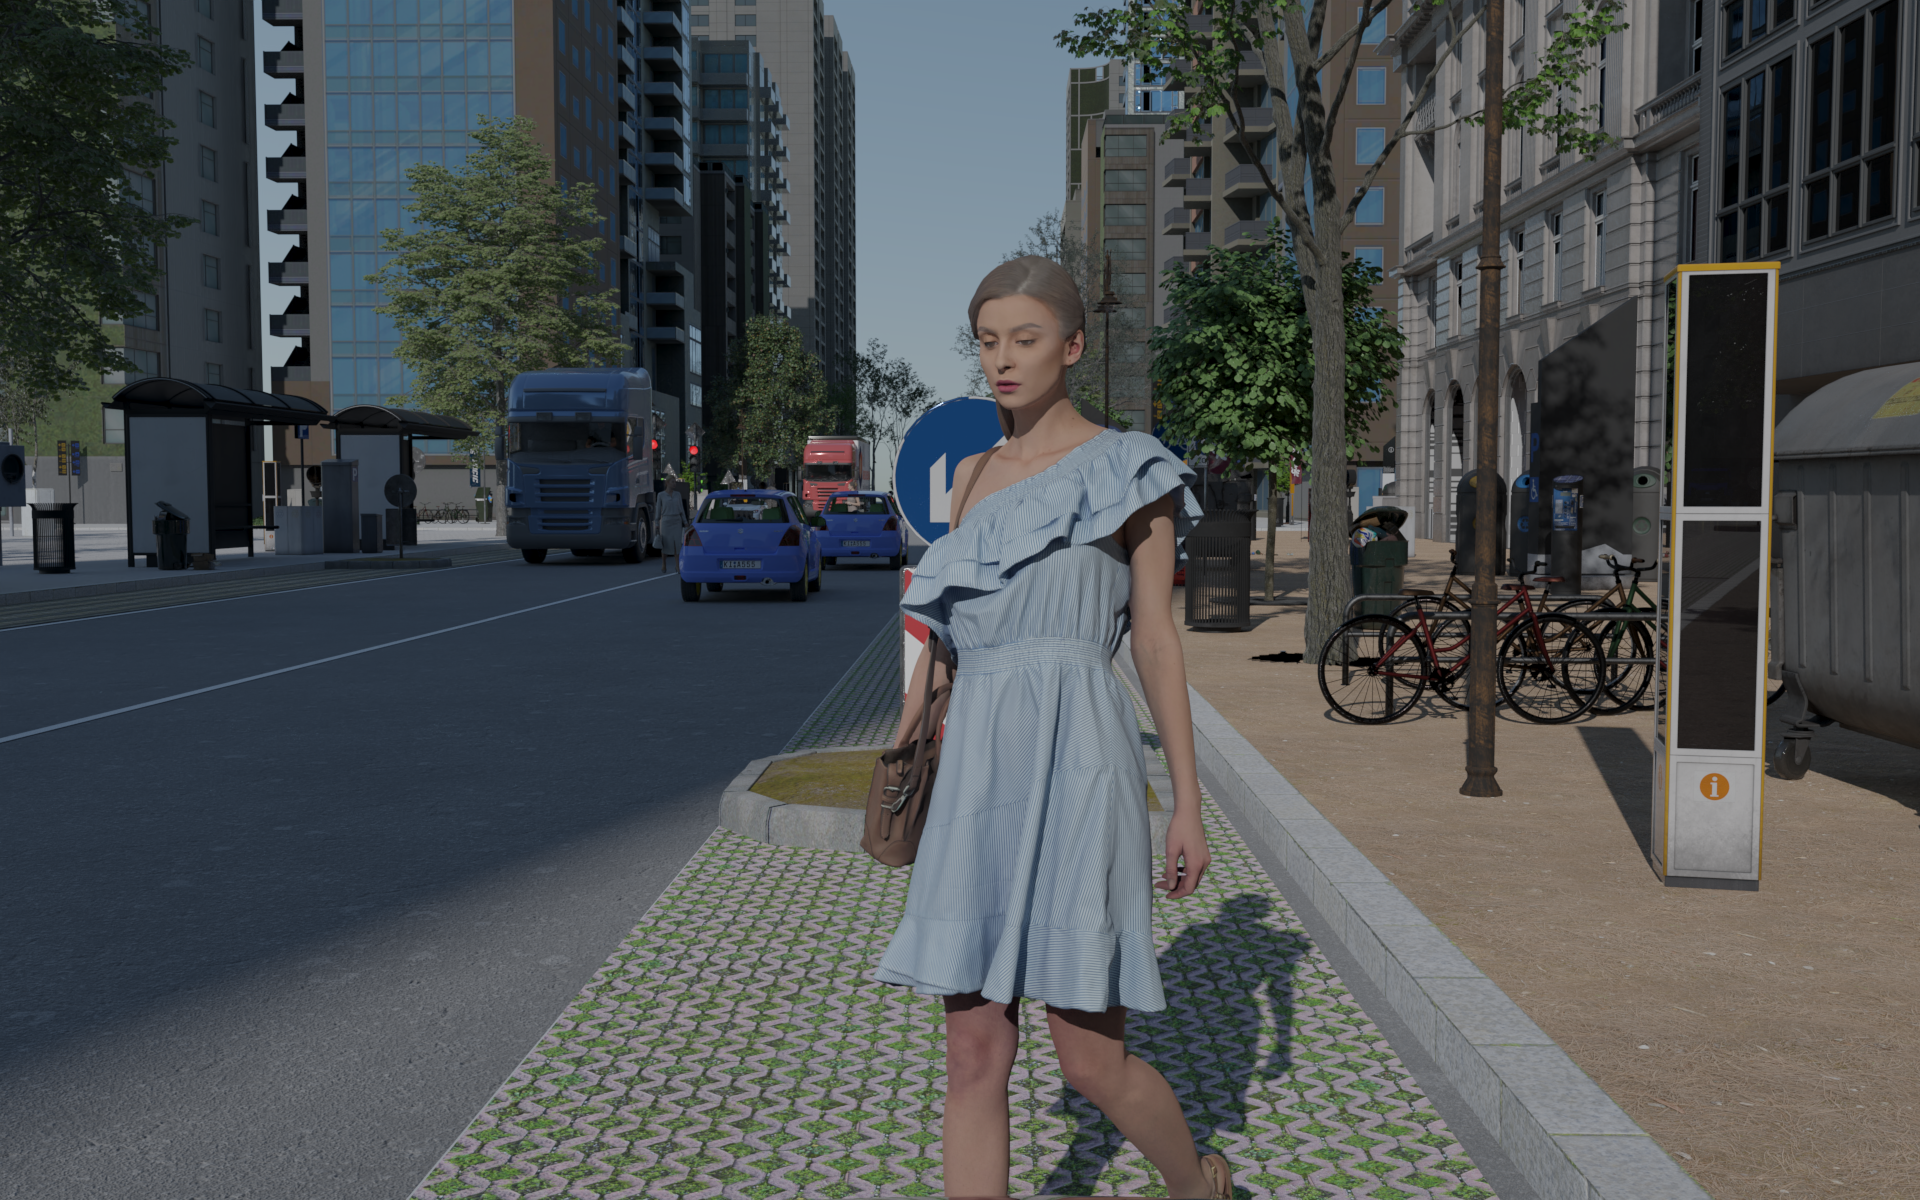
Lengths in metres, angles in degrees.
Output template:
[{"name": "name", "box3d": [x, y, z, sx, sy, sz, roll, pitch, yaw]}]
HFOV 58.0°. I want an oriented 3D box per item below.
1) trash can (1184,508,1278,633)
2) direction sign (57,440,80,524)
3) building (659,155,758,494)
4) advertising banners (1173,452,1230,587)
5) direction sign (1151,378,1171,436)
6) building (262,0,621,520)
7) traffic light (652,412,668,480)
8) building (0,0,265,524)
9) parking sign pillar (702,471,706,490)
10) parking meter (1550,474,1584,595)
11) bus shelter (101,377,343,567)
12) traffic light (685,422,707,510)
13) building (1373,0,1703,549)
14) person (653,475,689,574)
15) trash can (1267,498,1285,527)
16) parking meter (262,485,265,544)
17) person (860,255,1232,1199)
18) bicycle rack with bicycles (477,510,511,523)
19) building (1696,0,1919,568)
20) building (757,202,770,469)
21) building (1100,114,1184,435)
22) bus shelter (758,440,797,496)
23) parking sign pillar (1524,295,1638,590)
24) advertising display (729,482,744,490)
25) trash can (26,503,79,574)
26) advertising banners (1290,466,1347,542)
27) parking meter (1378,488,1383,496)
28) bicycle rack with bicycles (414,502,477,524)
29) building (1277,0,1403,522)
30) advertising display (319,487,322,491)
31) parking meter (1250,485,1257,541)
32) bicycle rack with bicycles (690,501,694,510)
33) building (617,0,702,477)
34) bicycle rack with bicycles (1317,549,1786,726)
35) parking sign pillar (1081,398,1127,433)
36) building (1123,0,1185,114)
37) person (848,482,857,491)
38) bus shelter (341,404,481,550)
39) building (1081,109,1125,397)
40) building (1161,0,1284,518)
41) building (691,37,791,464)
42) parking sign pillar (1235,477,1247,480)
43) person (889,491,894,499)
[{"name": "trash can", "box3d": [2.401, -0.274, 16.138, 0.748, 1.137, 0.748, 0, 3, 0]}, {"name": "direction sign", "box3d": [-37.644, -4.968, 73.223, 0.379, 3.537, 0.876, 3, 5, 43]}, {"name": "building", "box3d": [-25.942, -23.165, 150.451, 14.160, 30.474, 14.107, 0, 4, 1]}, {"name": "advertising banners", "box3d": [2.993, -1.705, 24.063, 2.074, 3.025, 0.090, 3, 5, 41]}, {"name": "direction sign", "box3d": [3.669, -2.384, 30.972, 0.379, 3.537, 0.876, 3, 5, 40]}, {"name": "building", "box3d": [-26.133, -26.889, 89.745, 14.600, 45.320, 14.200, 0, 4, 1]}, {"name": "traffic light", "box3d": [-10.475, -4.321, 59.566, 0.839, 4.253, 0.868, 0, 4, 1]}, {"name": "building", "box3d": [-42.153, -24.238, 79.886, 14.086, 41.232, 14.154, 0, 4, 1]}, {"name": "parking sign pillar", "box3d": [-21.399, -9.355, 141.430, 1.447, 3.967, 1.447, -3, 5, -40]}, {"name": "parking meter", "box3d": [7.742, -0.837, 22.093, 0.372, 1.533, 0.369, 0, 3, 0]}, {"name": "bus shelter", "box3d": [-13.783, -2.374, 32.735, 2.014, 3.302, 5.546, 0, 4, 1]}, {"name": "traffic light", "box3d": [-10.308, -4.809, 67.550, 0.839, 4.253, 0.868, 0, 4, 1]}, {"name": "building", "box3d": [18.420, -12.044, 38.728, 13.314, 21.916, 24.055, 0, 4, 1]}, {"name": "person", "box3d": [-5.193, -1.370, 31.254, 0.694, 1.780, 0.624, -1, 4, -13]}, {"name": "trash can", "box3d": [12.275, -3.407, 67.357, 0.748, 1.137, 0.748, 0, 3, 0]}, {"name": "parking meter", "box3d": [-17.667, -2.201, 44.403, 0.372, 1.533, 0.369, 0, 3, 0]}, {"name": "person", "box3d": [0.130, 0.349, 2.889, 0.778, 1.811, 0.616, -3, 5, -44]}, {"name": "bicycle rack with bicycles", "box3d": [-13.400, -2.521, 54.606, 2.852, 0.926, 2.925, 0, 4, -4]}, {"name": "building", "box3d": [17.824, -13.520, 14.565, 14.314, 27.812, 24.014, 0, 4, 1]}, {"name": "building", "box3d": [-25.914, -24.027, 164.535, 14.160, 30.474, 14.107, 0, 4, 1]}, {"name": "building", "box3d": [17.813, -22.220, 134.994, 14.160, 30.474, 14.107, 0, 4, 1]}, {"name": "bus shelter", "box3d": [-12.592, -8.728, 120.333, 2.179, 5.291, 8.768, 0, 4, 1]}, {"name": "parking sign pillar", "box3d": [8.525, -2.157, 23.747, 1.447, 3.967, 1.447, 0, 4, -1]}, {"name": "advertising display", "box3d": [-11.749, -5.254, 91.112, 0.123, 1.923, 0.974, 3, 4, 36]}, {"name": "trash can", "box3d": [-14.643, -0.999, 27.983, 0.748, 1.137, 0.748, 0, 3, 0]}, {"name": "advertising banners", "box3d": [9.452, -3.042, 45.926, 0.090, 3.025, 2.074, -3, 4, -36]}, {"name": "parking meter", "box3d": [17.267, -3.812, 70.738, 0.372, 1.533, 0.369, 0, 3, 0]}, {"name": "bicycle rack with bicycles", "box3d": [-22.266, -3.794, 75.406, 2.925, 0.926, 2.852, 3, 4, 36]}, {"name": "building", "box3d": [22.860, -26.267, 79.572, 14.200, 45.320, 14.600, 0, 4, 1]}, {"name": "advertising display", "box3d": [-21.477, -3.299, 59.151, 0.123, 1.923, 0.974, 2, 4, 34]}, {"name": "parking meter", "box3d": [7.974, -2.401, 47.671, 0.372, 1.533, 0.369, 0, 3, 0]}, {"name": "bicycle rack with bicycles", "box3d": [-13.267, -4.543, 87.663, 2.925, 0.926, 2.852, -1, 4, -12]}, {"name": "building", "box3d": [-29.875, -49.324, 119.115, 22.319, 86.520, 31.000, 0, 4, 1]}, {"name": "bicycle rack with bicycles", "box3d": [3.538, 0.176, 10.502, 2.925, 0.926, 2.852, 0, 4, 6]}, {"name": "parking sign pillar", "box3d": [4.063, -3.677, 48.590, 1.447, 3.967, 1.447, -1, 4, -9]}, {"name": "building", "box3d": [25.591, -52.953, 178.448, 22.319, 86.520, 31.000, 0, 4, 1]}, {"name": "person", "box3d": [-3.110, -2.457, 49.015, 0.374, 1.781, 0.599, -3, 5, -40]}, {"name": "bus shelter", "box3d": [-13.377, -2.931, 41.851, 2.014, 3.302, 5.546, 0, 4, 1]}, {"name": "building", "box3d": [21.393, -33.785, 202.497, 14.600, 45.320, 14.200, 0, 4, 1]}, {"name": "building", "box3d": [23.777, -27.480, 103.919, 22.147, 44.769, 28.867, 0, 4, 1]}, {"name": "building", "box3d": [-30.286, -34.685, 186.707, 23.786, 49.044, 30.456, 0, 4, 1]}, {"name": "parking sign pillar", "box3d": [13.525, -5.955, 85.835, 1.447, 3.967, 1.447, -1, 4, -13]}, {"name": "person", "box3d": [-7.169, -10.491, 180.709, 0.721, 1.739, 1.217, -2, 4, -25]}]
